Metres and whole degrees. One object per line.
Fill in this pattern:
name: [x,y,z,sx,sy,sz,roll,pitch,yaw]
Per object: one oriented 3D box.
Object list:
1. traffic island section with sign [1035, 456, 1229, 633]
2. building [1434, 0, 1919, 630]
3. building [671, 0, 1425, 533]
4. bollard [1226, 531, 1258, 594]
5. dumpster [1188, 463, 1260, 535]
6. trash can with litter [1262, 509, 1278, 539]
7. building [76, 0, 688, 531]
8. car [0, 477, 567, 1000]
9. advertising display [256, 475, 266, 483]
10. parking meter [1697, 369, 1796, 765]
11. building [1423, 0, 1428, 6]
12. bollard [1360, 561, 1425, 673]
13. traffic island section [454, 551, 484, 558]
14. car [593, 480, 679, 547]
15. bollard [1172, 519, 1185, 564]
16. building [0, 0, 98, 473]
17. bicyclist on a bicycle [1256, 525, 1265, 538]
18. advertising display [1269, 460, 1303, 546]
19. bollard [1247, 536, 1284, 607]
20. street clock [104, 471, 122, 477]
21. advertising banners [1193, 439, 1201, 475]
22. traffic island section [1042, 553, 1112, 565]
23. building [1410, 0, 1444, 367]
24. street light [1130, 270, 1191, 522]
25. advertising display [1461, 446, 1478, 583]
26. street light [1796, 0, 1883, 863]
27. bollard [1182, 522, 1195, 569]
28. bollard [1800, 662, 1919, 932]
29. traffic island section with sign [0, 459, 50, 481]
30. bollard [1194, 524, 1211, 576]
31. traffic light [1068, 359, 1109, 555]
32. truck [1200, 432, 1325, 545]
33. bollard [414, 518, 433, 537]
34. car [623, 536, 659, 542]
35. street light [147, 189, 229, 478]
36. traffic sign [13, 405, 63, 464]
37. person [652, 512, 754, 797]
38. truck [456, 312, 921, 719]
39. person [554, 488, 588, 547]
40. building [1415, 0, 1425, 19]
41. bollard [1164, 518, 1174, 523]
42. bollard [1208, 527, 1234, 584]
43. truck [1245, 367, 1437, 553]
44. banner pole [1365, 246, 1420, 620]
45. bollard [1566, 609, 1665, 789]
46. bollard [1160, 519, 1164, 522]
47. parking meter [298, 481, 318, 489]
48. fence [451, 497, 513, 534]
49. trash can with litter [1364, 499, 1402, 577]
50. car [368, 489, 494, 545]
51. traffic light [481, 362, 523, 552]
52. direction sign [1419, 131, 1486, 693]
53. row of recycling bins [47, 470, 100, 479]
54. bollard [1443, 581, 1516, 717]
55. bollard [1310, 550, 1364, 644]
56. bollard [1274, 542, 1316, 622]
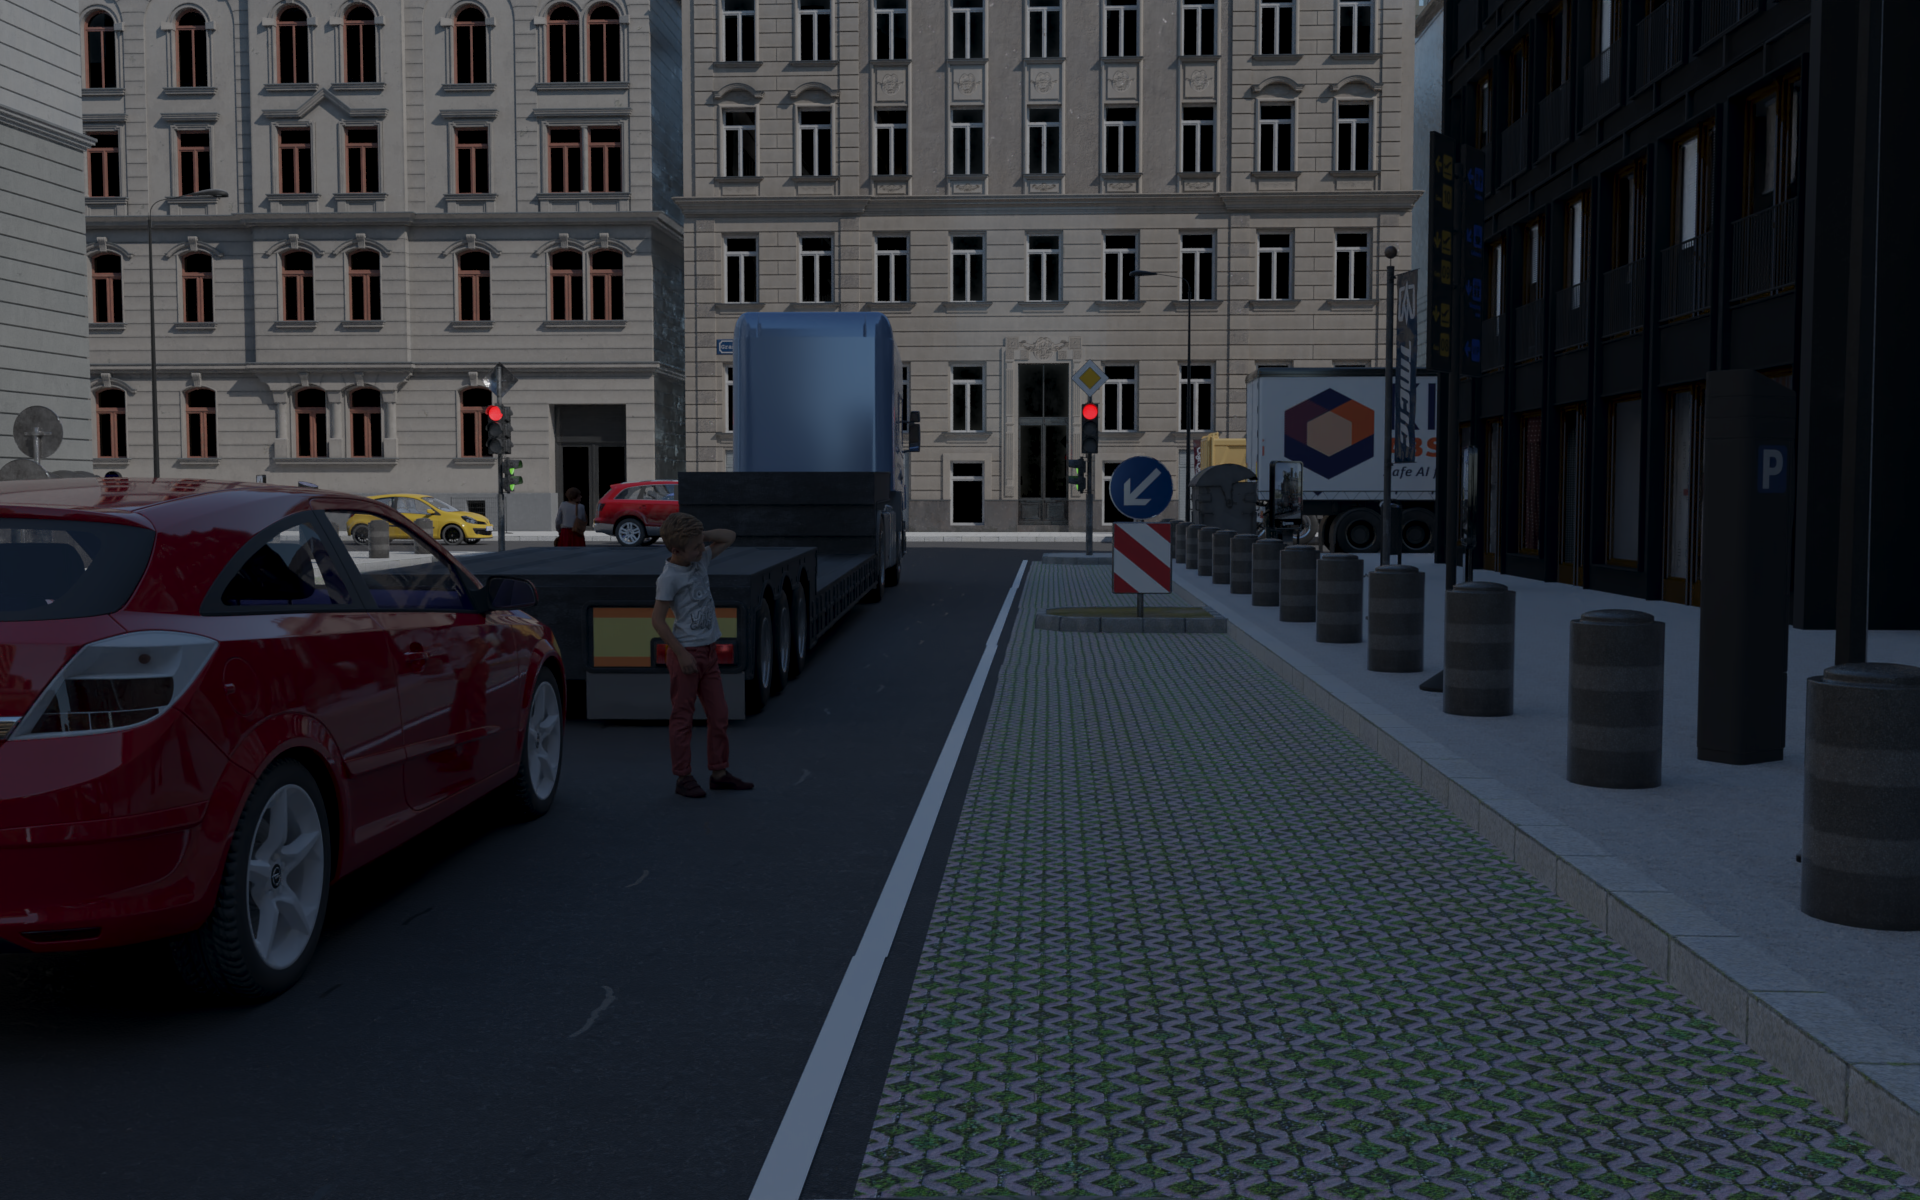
traffic island section with sign: [1.810,-0.615,18.684,1.989,1.847,2.006,0,4,3]
building: [14.516,-11.836,23.193,12.332,23.373,15.834,0,4,3]
building: [3.077,-16.241,62.796,25.104,27.353,12.463,0,4,3]
bollard: [3.689,-0.466,22.344,0.404,0.777,0.398,0,3,0]
dumpster: [5.108,-1.697,33.506,1.264,1.857,1.865,0,4,3]
trash can with litter: [6.183,-1.448,35.055,1.055,1.170,0.624,2,4,33]
building: [-21.160,-16.988,65.143,23.554,28.519,14.401,0,4,3]
car: [-2.760,0.161,6.410,2.155,1.783,4.494,0,4,2]
advertising display: [-23.176,-3.197,57.487,0.123,1.923,0.974,-2,4,-34]
parking meter: [3.780,-0.160,8.321,0.399,1.863,0.255,-2,4,-31]
building: [71.315,-47.925,221.826,20.611,71.187,20.563,0,4,3]
bollard: [3.171,0.130,12.591,0.404,0.777,0.398,0,3,0]
traffic island section: [-9.796,-0.898,36.956,2.009,0.180,2.903,0,4,3]
car: [-7.307,-2.360,47.255,5.304,1.827,2.281,0,4,3]
bollard: [4.198,-1.063,32.092,0.404,0.777,0.398,0,3,0]
building: [-31.366,-15.280,27.327,29.804,29.767,11.434,0,4,3]
bicyclist on a bicycle: [7.284,-2.163,45.381,1.625,1.676,1.499,0,4,3]
advertising display: [6.318,-1.735,33.575,0.123,1.923,0.974,3,5,45]
bollard: [3.558,-0.317,19.908,0.404,0.777,0.398,0,3,0]
street clock: [-26.557,-3.046,54.377,0.471,2.002,0.358,0,4,-2]
advertising banners: [8.030,-3.571,54.566,0.090,3.025,2.074,-2,4,-34]
traffic island section: [2.728,-0.857,36.293,2.009,0.180,2.903,0,4,3]
building: [25.538,-12.918,60.359,18.267,20.994,9.793,0,4,3]
street light: [4.219,-3.887,36.088,1.470,5.913,1.316,0,4,3]
advertising display: [6.911,-1.120,23.521,0.123,1.923,0.974,1,4,12]
street light: [2.563,-2.042,5.929,1.470,5.913,1.316,0,4,3]
bollard: [4.069,-0.914,29.654,0.404,0.777,0.398,0,3,0]
bollard: [2.779,0.579,5.252,0.404,0.777,0.398,0,3,0]
traffic island section with sign: [-10.439,-0.616,18.703,1.989,1.847,2.006,0,4,3]
bollard: [3.940,-0.765,27.218,0.404,0.777,0.398,0,3,0]
traffic light: [2.689,-2.891,36.181,0.839,4.253,0.868,0,4,3]
truck: [11.837,-3.259,49.210,9.791,3.379,3.469,0,4,4]
bollard: [-11.478,-1.366,37.051,0.404,0.777,0.398,0,3,0]
car: [-8.082,-2.485,50.217,3.694,1.707,1.945,0,4,3]
street light: [-11.832,-3.304,26.556,1.470,5.913,1.316,0,4,3]
traffic sign: [-13.249,-1.516,24.894,0.768,2.556,0.104,0,4,7]
person: [-1.225,0.254,8.258,0.340,1.345,0.435,1,4,21]
truck: [-2.293,-1.839,19.832,2.967,4.110,18.799,0,4,1]
person: [-5.646,-0.865,25.109,0.523,1.526,0.387,0,4,4]
building: [30.458,-27.077,134.585,32.217,40.220,23.993,0,4,3]
bollard: [4.327,-1.212,34.528,0.404,0.777,0.398,0,3,0]
bollard: [3.811,-0.615,24.780,0.404,0.777,0.398,0,3,0]
truck: [12.250,-3.081,39.291,11.283,4.237,2.839,0,4,3]
banner pole: [4.389,-1.672,17.358,0.401,3.779,0.863,-1,4,-10]
bollard: [2.915,0.429,7.699,0.404,0.777,0.398,0,3,0]
bollard: [4.456,-1.361,36.964,0.404,0.777,0.398,0,3,0]
parking meter: [-12.786,-1.566,34.017,0.372,1.533,0.369,0,3,0]
fence: [-15.359,-2.699,55.329,0.480,1.192,2.264,3,4,38]
trash can with litter: [6.312,-0.948,26.564,2.233,1.210,1.678,-3,5,-44]
car: [-15.282,-2.379,49.127,3.980,1.641,2.015,0,4,4]
traffic light: [-9.756,-2.930,36.819,0.839,4.253,0.868,0,4,3]
direction sign: [3.204,-1.177,11.238,0.379,3.537,0.876,3,4,37]
row of recycling bins: [-15.540,-1.374,29.575,1.069,1.692,3.534,0,4,-4]
bollard: [3.039,0.280,10.135,0.404,0.777,0.398,0,3,0]
bollard: [3.296,-0.019,15.031,0.404,0.777,0.398,0,3,0]
bollard: [3.428,-0.168,17.472,0.404,0.777,0.398,0,3,0]
